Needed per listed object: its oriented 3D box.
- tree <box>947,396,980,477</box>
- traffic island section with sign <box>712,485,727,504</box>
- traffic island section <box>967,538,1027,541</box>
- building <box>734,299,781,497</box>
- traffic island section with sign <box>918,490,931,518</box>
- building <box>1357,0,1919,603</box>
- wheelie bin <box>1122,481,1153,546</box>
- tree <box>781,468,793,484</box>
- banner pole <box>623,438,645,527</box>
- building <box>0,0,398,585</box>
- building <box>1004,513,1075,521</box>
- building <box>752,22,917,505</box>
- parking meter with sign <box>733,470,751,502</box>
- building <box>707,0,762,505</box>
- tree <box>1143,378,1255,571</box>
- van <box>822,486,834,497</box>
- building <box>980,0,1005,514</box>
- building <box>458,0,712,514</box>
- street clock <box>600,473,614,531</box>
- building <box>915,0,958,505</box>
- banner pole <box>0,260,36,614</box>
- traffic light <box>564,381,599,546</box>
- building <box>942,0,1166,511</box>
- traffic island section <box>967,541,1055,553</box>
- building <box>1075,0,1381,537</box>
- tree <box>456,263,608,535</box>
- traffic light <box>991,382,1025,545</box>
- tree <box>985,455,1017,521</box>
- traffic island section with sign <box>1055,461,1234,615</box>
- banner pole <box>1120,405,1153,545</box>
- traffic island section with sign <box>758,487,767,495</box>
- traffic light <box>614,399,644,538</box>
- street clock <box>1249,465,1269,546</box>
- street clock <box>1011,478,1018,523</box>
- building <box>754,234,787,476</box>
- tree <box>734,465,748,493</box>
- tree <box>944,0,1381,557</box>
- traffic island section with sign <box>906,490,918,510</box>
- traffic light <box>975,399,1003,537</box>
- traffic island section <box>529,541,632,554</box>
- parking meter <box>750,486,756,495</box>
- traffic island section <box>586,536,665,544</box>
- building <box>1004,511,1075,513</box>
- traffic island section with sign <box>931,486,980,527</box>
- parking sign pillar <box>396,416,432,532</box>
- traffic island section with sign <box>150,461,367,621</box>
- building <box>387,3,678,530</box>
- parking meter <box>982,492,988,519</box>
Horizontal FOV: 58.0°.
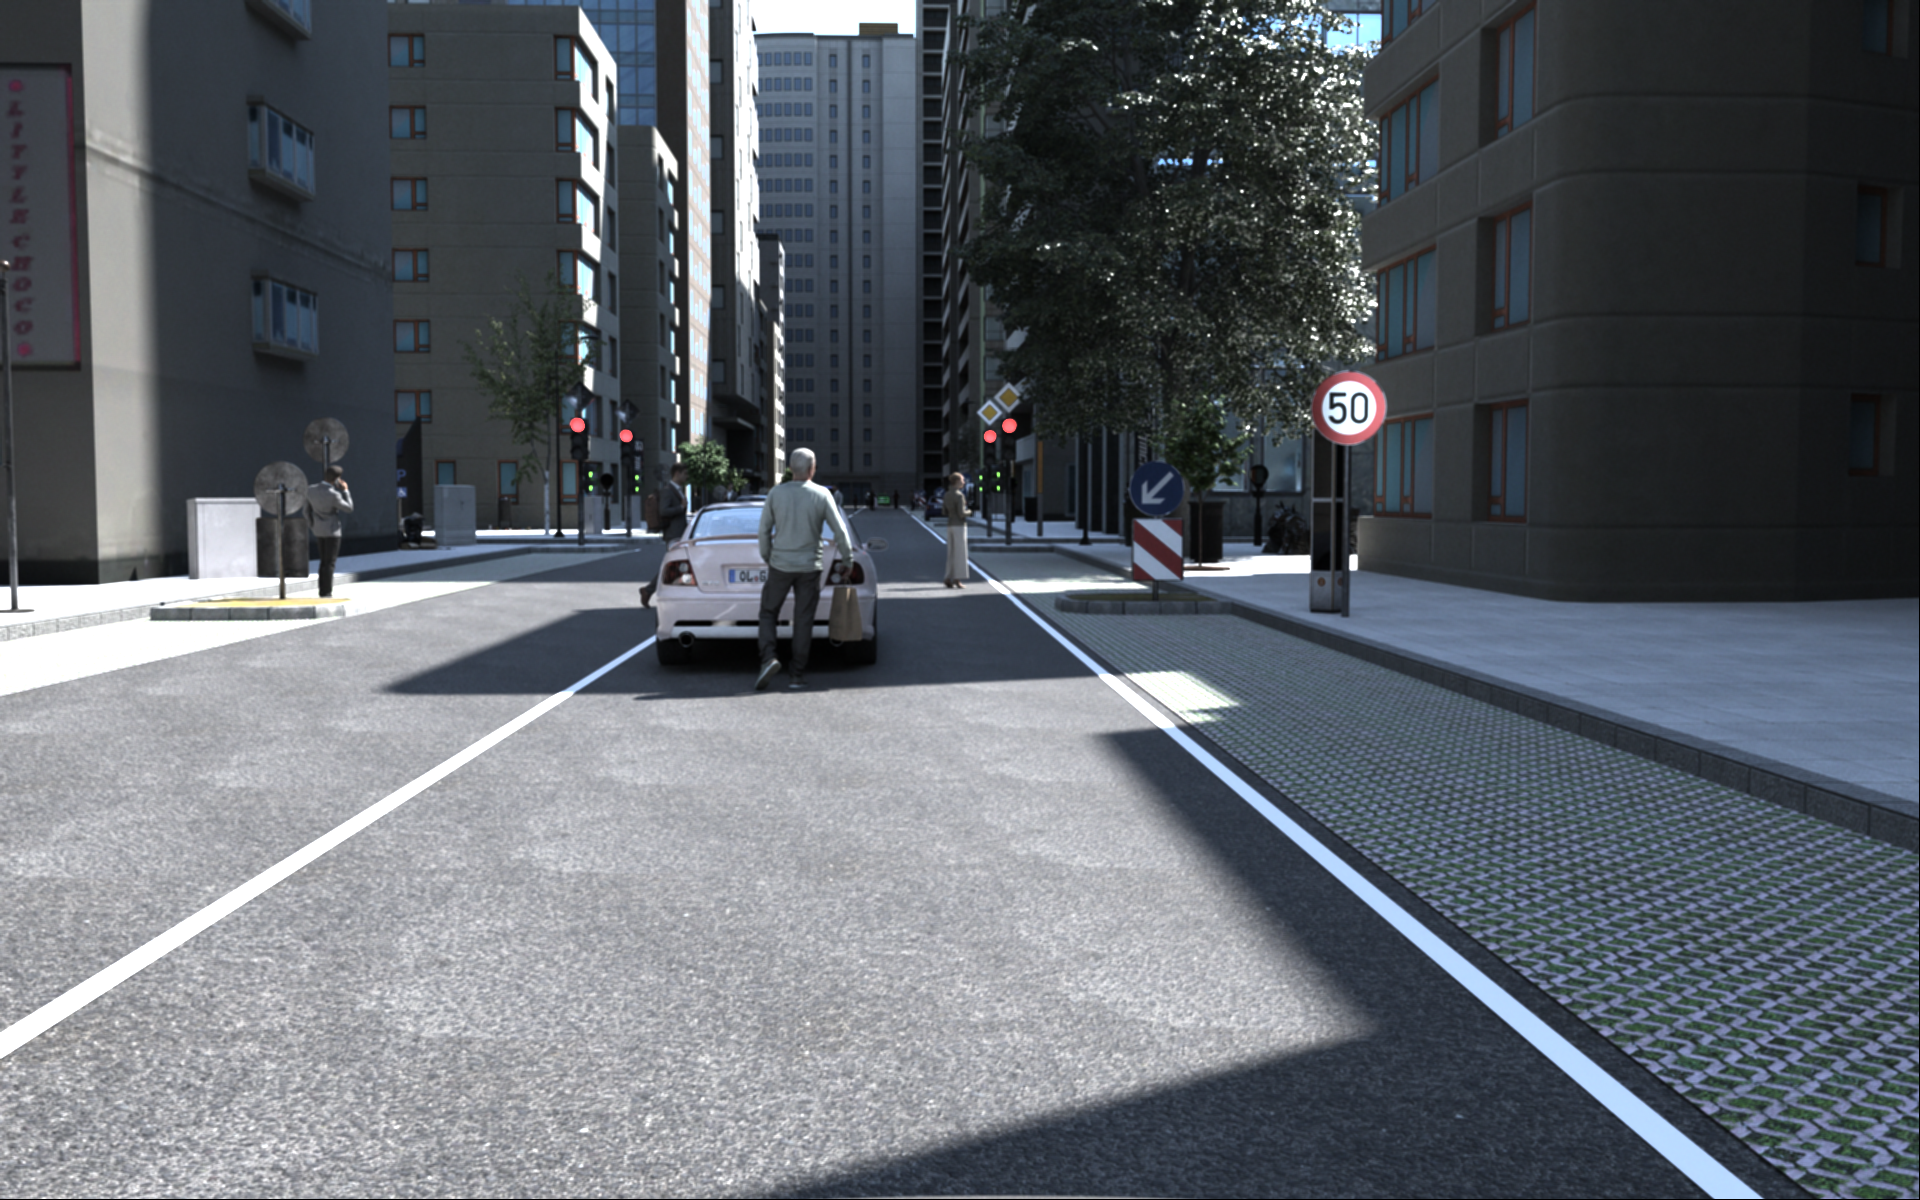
[{"bbox_3d":[0.765,-10.986,129.979,4.360,8.622,3.978,0,3,0],"label":"tree"},{"bbox_3d":[-10.546,-4.140,76.324,1.989,1.847,2.006,0,4,-2],"label":"traffic island section with sign"},{"bbox_3d":[0.898,-1.789,51.534,2.009,0.180,2.903,0,4,-2],"label":"traffic island section"},{"bbox_3d":[-32.089,-19.710,167.301,27.650,21.520,28.899,0,4,-2],"label":"building"},{"bbox_3d":[-1.307,-5.775,103.041,1.989,1.847,2.006,0,4,-2],"label":"traffic island section with sign"},{"bbox_3d":[21.154,-10.387,14.873,27.650,21.520,28.899,0,4,-2],"label":"building"},{"bbox_3d":[4.408,-2.112,42.437,0.980,1.594,0.693,2,4,26],"label":"wheelie bin"},{"bbox_3d":[-17.596,-12.307,184.930,4.285,4.588,4.351,0,3,0],"label":"tree"},{"bbox_3d":[-12.850,-4.784,68.238,0.863,3.779,0.401,-1,4,-10],"label":"banner pole"},{"bbox_3d":[-22.800,-24.654,26.800,21.600,48.544,21.300,0,4,-2],"label":"building"},{"bbox_3d":[13.698,-28.549,90.484,21.300,48.544,21.600,0,4,-2],"label":"building"},{"bbox_3d":[-19.746,-41.467,219.979,28.212,58.520,21.231,0,4,-2],"label":"building"},{"bbox_3d":[-15.404,-7.848,124.574,1.738,3.016,0.543,0,4,2],"label":"parking meter with sign"},{"bbox_3d":[-30.315,-33.579,138.254,28.713,52.752,27.495,0,4,-2],"label":"building"},{"bbox_3d":[4.170,-2.108,29.062,1.663,3.219,1.824,0,3,0],"label":"tree"},{"bbox_3d":[-10.465,-7.860,132.900,2.240,2.365,5.245,0,4,-4],"label":"van"},{"bbox_3d":[8.283,-26.465,116.294,14.154,41.232,14.086,0,4,-2],"label":"building"},{"bbox_3d":[-24.220,-28.428,114.903,14.600,45.320,14.200,0,4,-2],"label":"building"},{"bbox_3d":[-12.346,-3.425,60.563,0.471,2.002,0.358,-1,4,-18],"label":"street clock"},{"bbox_3d":[4.650,-47.841,220.457,20.611,71.187,20.563,0,4,-2],"label":"building"},{"bbox_3d":[-10.246,-1.738,18.427,0.401,3.779,0.863,0,4,0],"label":"banner pole"},{"bbox_3d":[-9.402,-3.306,42.973,0.839,4.253,0.868,0,4,-2],"label":"traffic light"},{"bbox_3d":[9.273,-33.207,166.635,21.300,48.544,21.600,0,4,-2],"label":"building"},{"bbox_3d":[1.239,-1.301,43.557,2.009,0.180,2.903,0,4,-2],"label":"traffic island section"},{"bbox_3d":[19.833,-45.729,60.335,31.000,86.520,22.319,0,4,-2],"label":"building"},{"bbox_3d":[-13.298,-6.372,54.543,4.737,8.622,4.395,0,3,0],"label":"tree"},{"bbox_3d":[1.199,-3.335,43.441,0.839,4.253,0.868,0,4,-2],"label":"traffic light"},{"bbox_3d":[1.631,-5.420,83.224,1.663,3.219,1.824,0,3,0],"label":"tree"},{"bbox_3d":[2.202,-0.778,21.350,1.989,1.847,2.006,0,4,-2],"label":"traffic island section with sign"},{"bbox_3d":[4.505,-3.308,44.098,0.863,3.779,0.401,0,4,-1],"label":"banner pole"},{"bbox_3d":[-11.716,-5.819,103.771,1.989,1.847,2.006,0,4,-2],"label":"traffic island section with sign"},{"bbox_3d":[-9.743,-3.794,50.951,0.839,4.253,0.868,0,4,-2],"label":"traffic light"},{"bbox_3d":[7.373,-2.339,42.821,0.471,2.002,0.358,0,4,5],"label":"street clock"},{"bbox_3d":[2.351,-4.476,77.757,0.471,2.002,0.358,1,4,13],"label":"street clock"},{"bbox_3d":[-26.538,-25.786,193.297,14.107,30.474,14.160,0,4,-2],"label":"building"},{"bbox_3d":[-14.915,-7.297,113.899,1.663,3.219,1.824,0,3,0],"label":"tree"},{"bbox_3d":[4.359,-7.861,35.190,9.857,13.997,8.962,0,3,0],"label":"tree"},{"bbox_3d":[-4.613,-10.503,180.356,1.989,1.847,2.006,0,4,-2],"label":"traffic island section with sign"},{"bbox_3d":[0.857,-3.823,51.419,0.839,4.253,0.868,0,4,-2],"label":"traffic light"},{"bbox_3d":[-9.443,-1.274,43.106,2.009,0.180,2.903,0,4,-2],"label":"traffic island section"},{"bbox_3d":[-14.595,-7.113,122.004,0.399,1.863,0.255,2,4,26],"label":"parking meter"},{"bbox_3d":[-9.784,-1.762,51.084,2.009,0.180,2.903,0,4,-2],"label":"traffic island section"},{"bbox_3d":[10.897,-31.891,145.125,21.300,48.544,21.600,0,4,-2],"label":"building"},{"bbox_3d":[-0.141,-4.127,76.111,1.989,1.847,2.006,0,4,-2],"label":"traffic island section with sign"},{"bbox_3d":[-18.940,-4.346,59.529,1.447,3.967,1.447,0,4,5],"label":"parking sign pillar"},{"bbox_3d":[-8.148,-0.721,20.417,1.989,1.847,2.006,0,4,-2],"label":"traffic island section with sign"},{"bbox_3d":[-27.883,-14.092,75.448,27.650,21.520,28.899,0,4,-2],"label":"building"},{"bbox_3d":[1.323,-4.983,89.875,0.372,1.533,0.369,0,3,0],"label":"parking meter"}]
